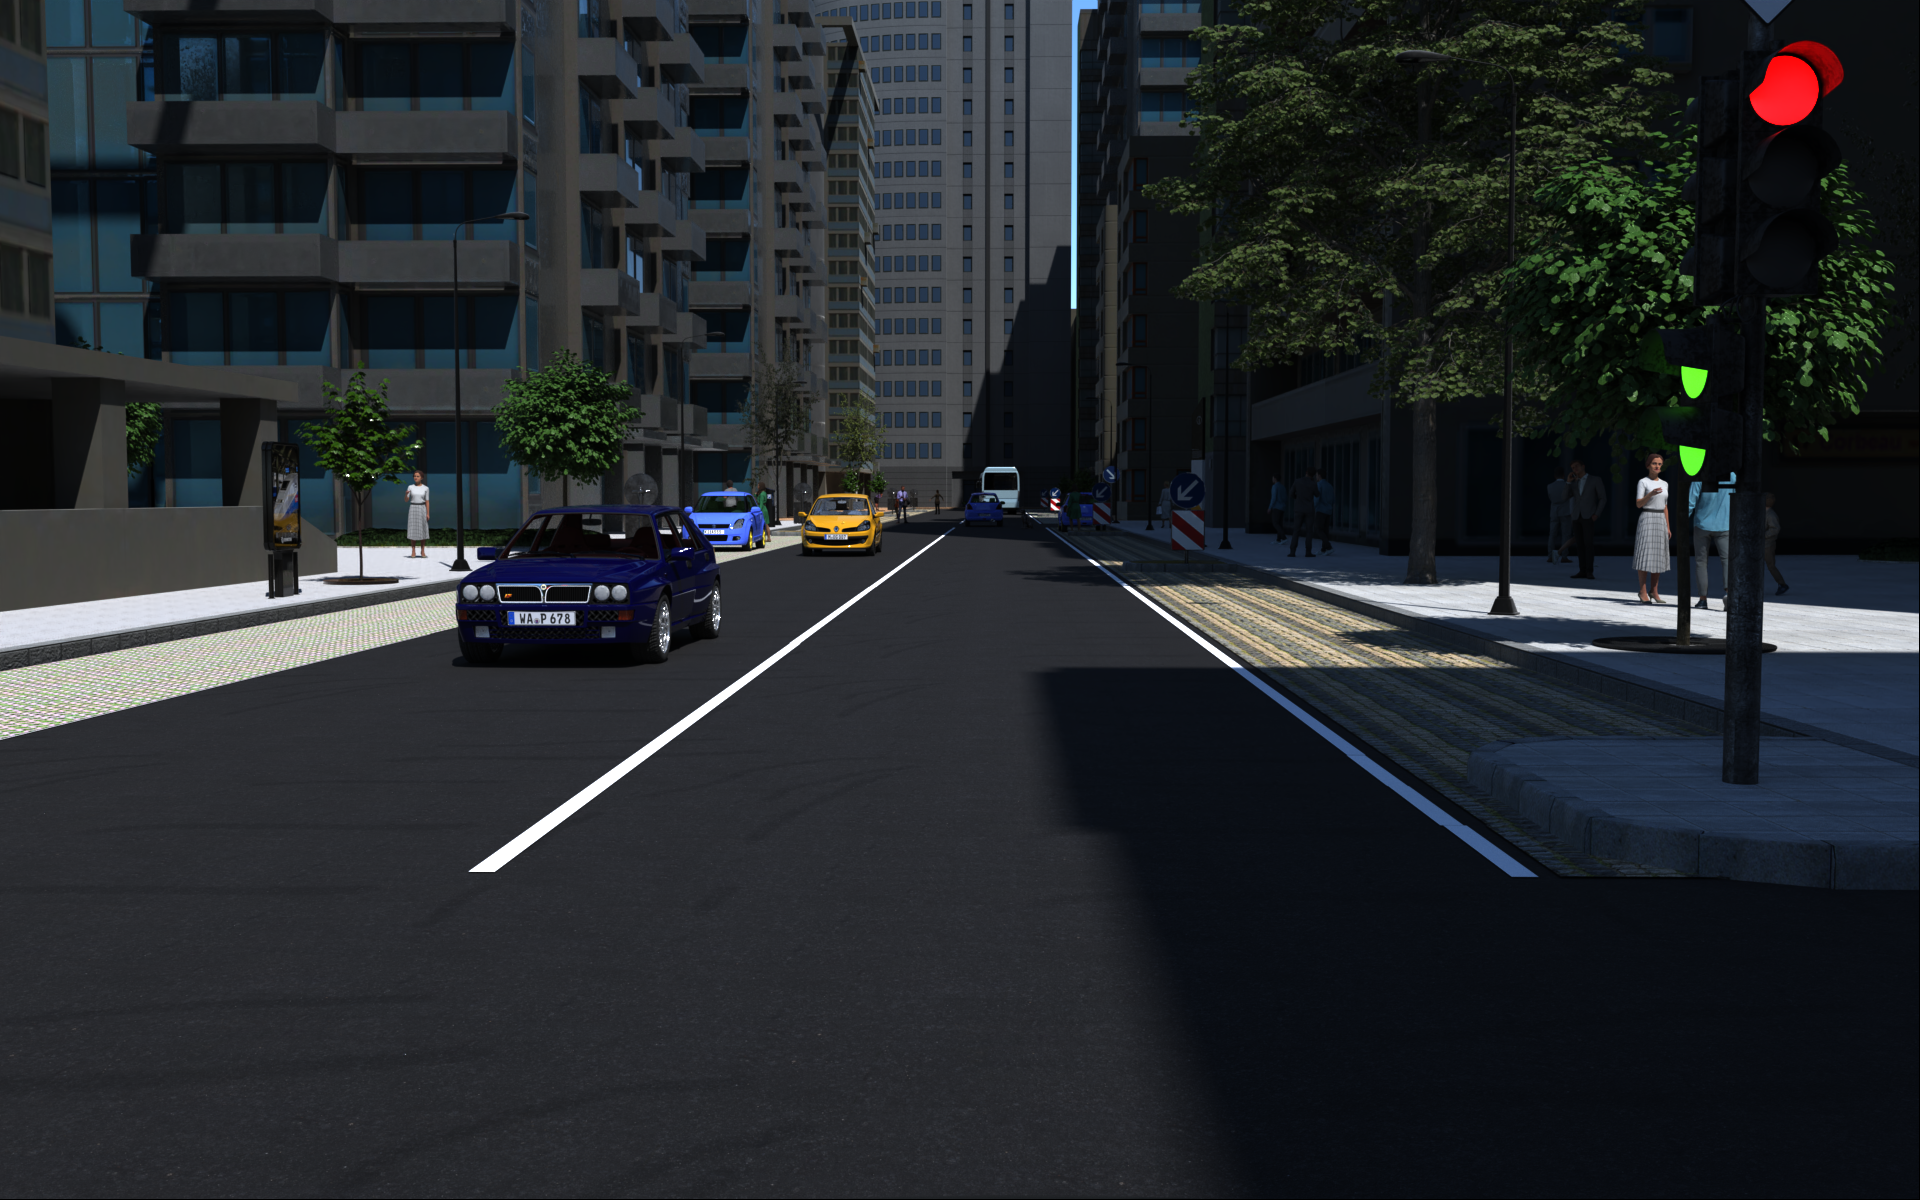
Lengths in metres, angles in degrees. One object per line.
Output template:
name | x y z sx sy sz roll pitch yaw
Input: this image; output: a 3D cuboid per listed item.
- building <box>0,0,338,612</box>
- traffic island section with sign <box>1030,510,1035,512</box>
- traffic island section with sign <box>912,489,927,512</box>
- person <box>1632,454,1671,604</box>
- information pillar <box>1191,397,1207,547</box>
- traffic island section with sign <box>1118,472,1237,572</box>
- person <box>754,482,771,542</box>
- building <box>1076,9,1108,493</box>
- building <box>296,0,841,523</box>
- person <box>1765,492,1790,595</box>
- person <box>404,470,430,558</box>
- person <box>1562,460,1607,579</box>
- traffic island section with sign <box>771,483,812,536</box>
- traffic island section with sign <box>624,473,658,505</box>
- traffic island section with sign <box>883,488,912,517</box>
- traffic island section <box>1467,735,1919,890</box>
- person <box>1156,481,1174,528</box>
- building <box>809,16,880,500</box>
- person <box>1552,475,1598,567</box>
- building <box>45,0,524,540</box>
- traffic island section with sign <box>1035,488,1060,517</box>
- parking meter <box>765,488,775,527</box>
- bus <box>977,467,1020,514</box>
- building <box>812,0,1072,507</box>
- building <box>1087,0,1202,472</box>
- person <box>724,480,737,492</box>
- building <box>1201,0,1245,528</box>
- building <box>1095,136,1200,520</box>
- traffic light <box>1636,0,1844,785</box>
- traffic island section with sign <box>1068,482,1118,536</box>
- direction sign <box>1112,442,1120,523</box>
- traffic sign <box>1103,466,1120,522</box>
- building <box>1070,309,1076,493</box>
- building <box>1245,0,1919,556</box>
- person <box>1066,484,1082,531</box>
building | -26.485 -20.109 20.662 32.217 40.220 23.993 0 4 1
traffic island section with sign | 6.518 -7.814 136.385 1.989 1.847 2.006 0 4 1
traffic island section with sign | -3.589 -7.864 137.206 1.989 1.847 2.006 0 4 1
person | 8.155 -0.836 20.278 0.480 1.755 0.524 -1 4 -21
information pillar | 5.790 -3.101 42.054 0.183 3.616 0.504 -2 4 -26
traffic island section with sign | 4.077 -1.459 32.490 1.989 1.847 2.006 0 4 1
person | -5.858 -2.603 51.313 0.529 1.795 0.600 0 4 -8
building | 17.056 -28.536 150.162 14.154 41.232 14.086 0 4 1
building | -19.435 -29.249 97.830 23.786 49.044 30.456 0 4 1
person | 10.206 -0.709 21.909 0.640 1.303 0.475 -1 4 -9
person | -10.850 -1.714 34.631 0.480 1.755 0.524 -1 4 -21
person | 9.462 -1.227 26.281 0.473 1.802 0.592 -2 4 -25
traffic island section with sign | -5.393 -3.115 59.554 1.989 1.847 2.006 0 4 1
traffic island section with sign | -6.039 -1.463 32.548 1.989 1.847 2.006 0 4 1
traffic island section with sign | -4.224 -6.191 109.857 1.989 1.847 2.006 0 4 1
traffic island section | 3.495 0.891 7.711 2.009 0.180 2.903 0 4 1
person | 7.726 -3.579 64.915 0.694 1.780 0.624 0 4 -1
building | -18.961 -27.515 141.754 23.993 40.220 32.217 0 4 1
person | 10.866 -1.453 30.551 0.760 1.731 0.466 1 4 9
building | -21.392 -26.949 60.233 23.786 49.044 30.456 0 4 1
traffic island section with sign | 5.889 -6.166 109.438 1.989 1.847 2.006 0 4 1
parking meter | -7.336 -3.582 66.982 0.372 1.533 0.369 0 3 0
bus | 2.749 -7.948 124.817 2.948 3.499 13.247 0 4 0
building | -3.060 -38.837 176.987 28.212 58.520 21.231 0 4 1
building | 21.573 -31.025 126.860 23.786 49.044 30.456 0 4 1
person | -8.091 -3.363 61.385 0.716 1.782 0.532 -2 4 -35
building | 16.701 -23.677 70.722 14.154 41.232 14.086 0 4 1
building | 22.324 -15.471 97.995 27.650 21.520 28.899 0 4 1
traffic light | 3.456 -1.142 7.598 0.839 4.253 0.868 0 4 1
traffic island section with sign | 4.708 -3.108 59.438 1.989 1.847 2.006 0 4 1
direction sign | 6.859 -5.140 76.038 0.379 3.537 0.876 0 4 7
traffic sign | 6.839 -4.778 78.233 0.768 2.556 0.104 0 4 4
building | 25.989 -20.570 181.360 28.899 21.520 27.650 0 4 1
building | 19.762 -25.745 44.625 21.300 48.544 21.600 0 4 1
person | 4.128 -3.281 62.389 0.600 1.795 0.529 -2 4 -34
